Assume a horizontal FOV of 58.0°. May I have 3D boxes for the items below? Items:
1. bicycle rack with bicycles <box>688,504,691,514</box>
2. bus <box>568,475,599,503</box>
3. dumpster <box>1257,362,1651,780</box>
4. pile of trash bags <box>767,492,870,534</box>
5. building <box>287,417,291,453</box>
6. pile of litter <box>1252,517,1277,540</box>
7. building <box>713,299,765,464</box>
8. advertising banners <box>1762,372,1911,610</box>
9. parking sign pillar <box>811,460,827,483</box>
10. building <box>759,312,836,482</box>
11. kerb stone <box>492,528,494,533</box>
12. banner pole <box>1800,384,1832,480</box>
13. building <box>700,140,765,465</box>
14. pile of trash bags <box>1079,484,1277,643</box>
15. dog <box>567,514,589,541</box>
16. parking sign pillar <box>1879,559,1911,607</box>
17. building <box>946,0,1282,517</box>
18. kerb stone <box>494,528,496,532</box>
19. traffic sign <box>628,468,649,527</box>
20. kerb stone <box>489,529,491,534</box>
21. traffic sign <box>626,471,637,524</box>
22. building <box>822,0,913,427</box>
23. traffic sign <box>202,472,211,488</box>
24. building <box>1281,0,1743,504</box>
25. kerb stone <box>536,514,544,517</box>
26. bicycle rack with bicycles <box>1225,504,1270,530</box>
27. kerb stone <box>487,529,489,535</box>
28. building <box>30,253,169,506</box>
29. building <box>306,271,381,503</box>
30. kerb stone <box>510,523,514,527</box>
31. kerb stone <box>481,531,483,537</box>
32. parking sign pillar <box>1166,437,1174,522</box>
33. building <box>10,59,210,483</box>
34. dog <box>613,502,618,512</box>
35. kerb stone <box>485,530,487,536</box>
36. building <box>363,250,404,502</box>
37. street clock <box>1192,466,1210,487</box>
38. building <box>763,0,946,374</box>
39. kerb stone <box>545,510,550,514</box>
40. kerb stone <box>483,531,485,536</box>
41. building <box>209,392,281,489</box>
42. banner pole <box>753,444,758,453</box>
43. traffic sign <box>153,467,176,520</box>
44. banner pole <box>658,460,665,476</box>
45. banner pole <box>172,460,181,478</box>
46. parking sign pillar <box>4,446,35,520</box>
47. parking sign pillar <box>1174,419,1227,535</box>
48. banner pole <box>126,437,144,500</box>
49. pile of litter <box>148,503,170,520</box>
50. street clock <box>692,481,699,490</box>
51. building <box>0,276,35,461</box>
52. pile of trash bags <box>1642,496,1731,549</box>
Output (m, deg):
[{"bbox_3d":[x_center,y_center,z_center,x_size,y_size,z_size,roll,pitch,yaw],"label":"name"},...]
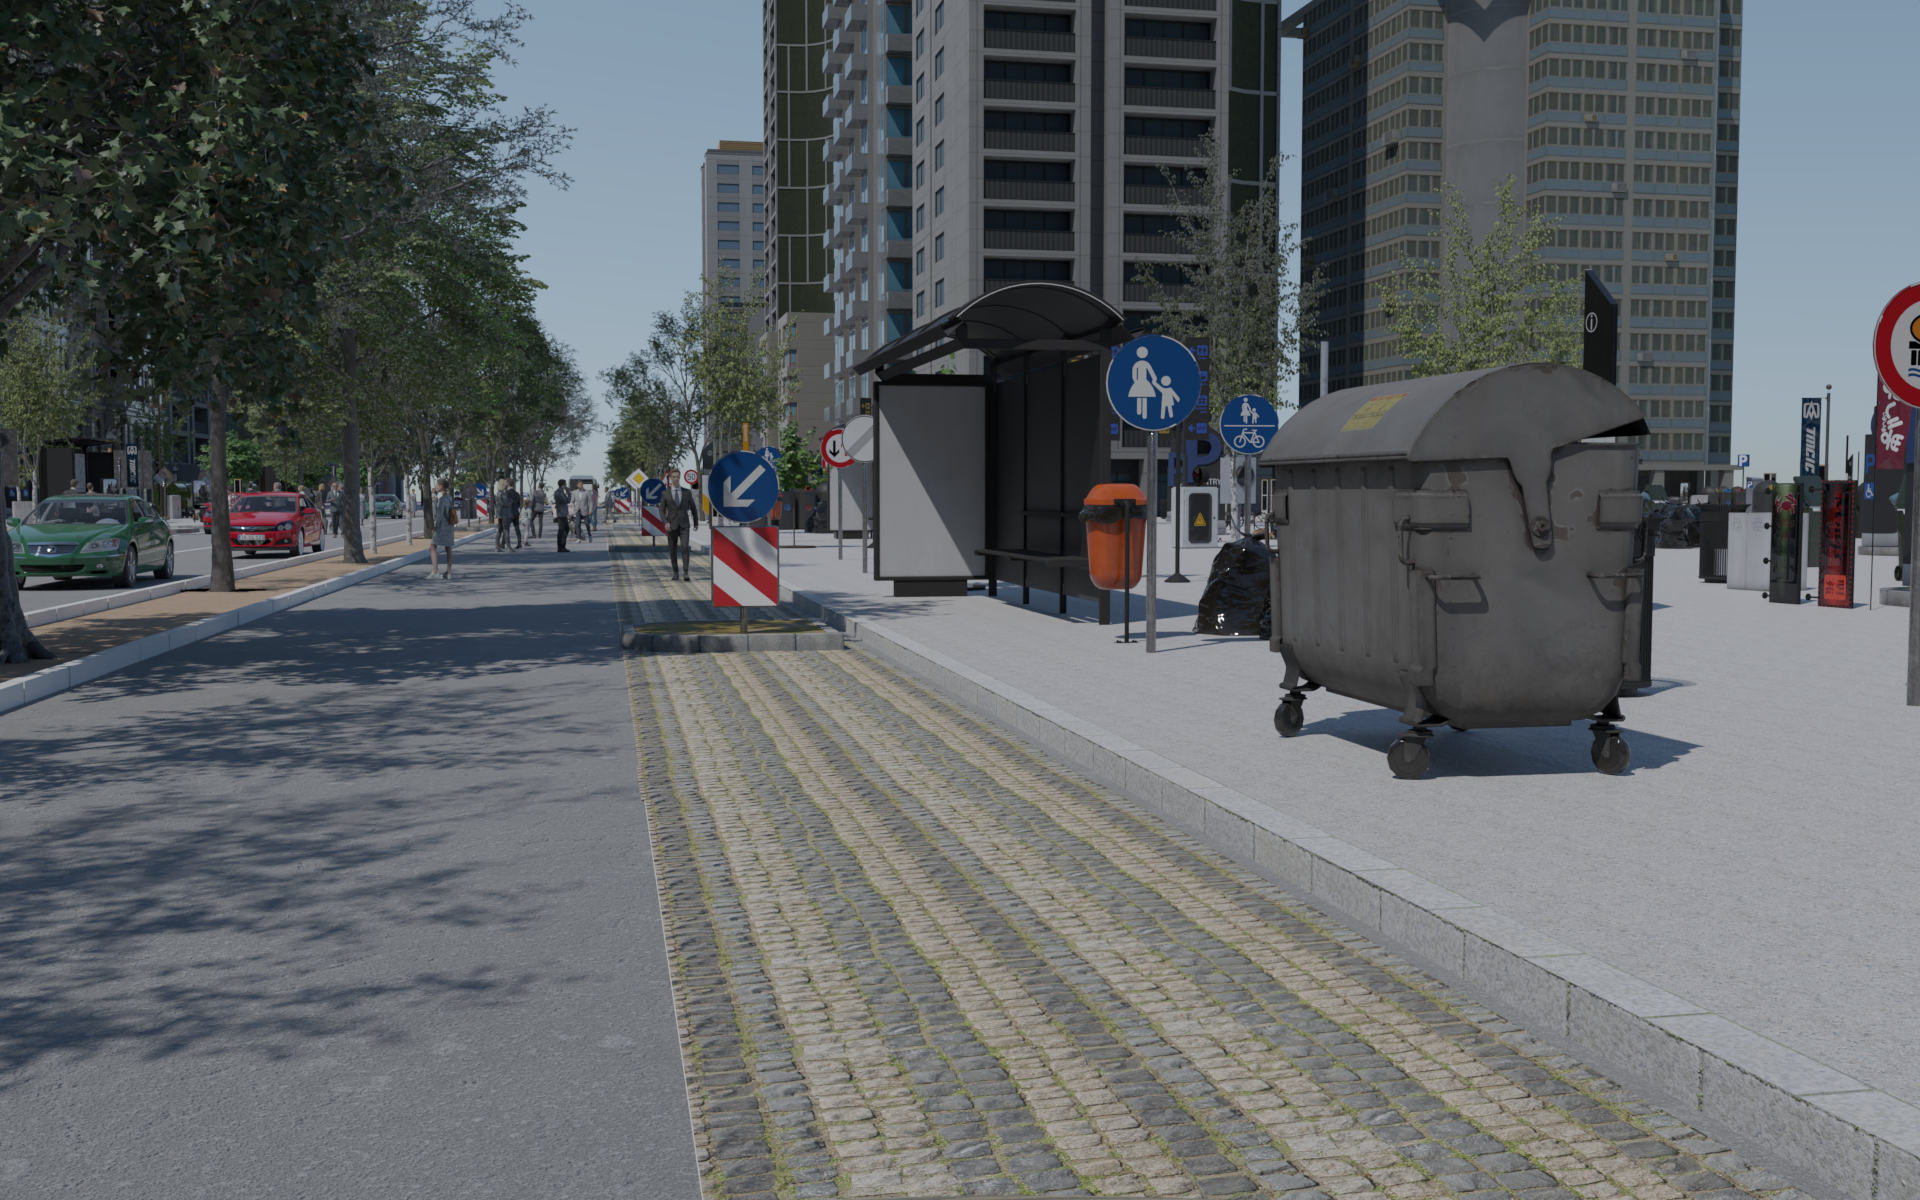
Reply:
[{"bbox_3d":[-16.563,-6.056,112.389,2.852,0.926,2.925,-3,4,-36],"label":"bicycle rack with bicycles"},{"bbox_3d":[-38.009,-11.009,174.853,2.948,3.499,13.247,-1,4,-11],"label":"bus"},{"bbox_3d":[2.376,-0.168,8.510,1.264,1.857,1.865,-1,4,-12],"label":"dumpster"},{"bbox_3d":[-4.680,-2.873,56.732,3.447,1.369,1.912,0,4,-6],"label":"pile of trash bags"},{"bbox_3d":[-78.049,-30.495,182.179,14.154,41.232,14.086,-1,4,-12],"label":"building"},{"bbox_3d":[8.743,-2.147,49.066,1.719,0.858,1.176,-2,4,-32],"label":"pile of litter"},{"bbox_3d":[-29.379,-29.911,260.743,14.160,30.474,14.107,-1,4,-12],"label":"building"},{"bbox_3d":[9.878,-1.426,19.496,0.090,3.025,2.074,-1,4,-18],"label":"advertising banners"},{"bbox_3d":[-9.112,-7.678,114.004,1.447,3.967,1.447,-1,4,-10],"label":"parking sign pillar"},{"bbox_3d":[-5.807,-20.583,181.571,27.650,21.520,28.899,-1,4,-12],"label":"building"},{"bbox_3d":[-16.995,-2.466,62.511,0.120,0.150,1.000,-1,4,-12],"label":"kerb stone"},{"bbox_3d":[19.557,-3.029,39.539,0.863,3.779,0.401,0,4,-3],"label":"banner pole"},{"bbox_3d":[-33.339,-46.093,295.619,21.231,58.520,28.212,-1,4,-12],"label":"building"},{"bbox_3d":[2.720,-0.354,15.533,3.447,1.369,1.912,-1,4,-16],"label":"pile of trash bags"},{"bbox_3d":[-11.684,-2.228,53.260,0.800,0.831,0.513,0,4,0],"label":"dog"},{"bbox_3d":[11.387,-1.916,19.803,1.447,3.967,1.447,0,4,0],"label":"parking sign pillar"},{"bbox_3d":[8.957,-40.686,103.471,20.611,71.187,20.563,-1,4,-12],"label":"building"},{"bbox_3d":[-17.205,-2.527,63.515,0.120,0.150,1.000,-1,4,-12],"label":"kerb stone"},{"bbox_3d":[-12.524,-3.909,67.561,0.795,2.450,0.064,-1,4,-12],"label":"traffic sign"},{"bbox_3d":[-16.579,-2.343,60.503,0.120,0.150,1.000,-1,4,-12],"label":"kerb stone"},{"bbox_3d":[-14.149,-4.388,75.380,0.795,2.450,0.064,-1,4,-12],"label":"traffic sign"},{"bbox_3d":[1.510,-31.434,133.553,23.786,49.044,30.456,-1,4,-12],"label":"building"},{"bbox_3d":[-31.038,-4.175,71.905,0.795,2.450,0.064,-1,4,-12],"label":"traffic sign"},{"bbox_3d":[37.559,-25.922,115.700,23.993,40.220,32.217,-1,4,-12],"label":"building"},{"bbox_3d":[-27.950,-5.689,115.242,0.120,0.150,1.000,-1,4,-12],"label":"kerb stone"},{"bbox_3d":[9.372,-3.015,62.681,2.925,0.926,2.852,3,5,39],"label":"bicycle rack with bicycles"},{"bbox_3d":[-16.365,-2.282,59.501,0.120,0.150,1.000,-1,4,-12],"label":"kerb stone"},{"bbox_3d":[-65.359,-18.454,120.803,14.460,24.649,34.723,-1,4,-12],"label":"building"},{"bbox_3d":[-100.102,-33.875,245.731,32.217,40.220,23.993,-1,4,-12],"label":"building"},{"bbox_3d":[-20.654,-3.540,80.145,0.120,0.150,1.000,-1,4,-12],"label":"kerb stone"},{"bbox_3d":[-15.751,-2.097,56.495,0.120,0.150,1.000,-1,4,-12],"label":"kerb stone"},{"bbox_3d":[10.338,-5.647,80.804,1.447,3.967,1.447,3,4,37],"label":"parking sign pillar"},{"bbox_3d":[-74.692,-43.456,148.759,20.563,71.187,20.611,-1,4,-12],"label":"building"},{"bbox_3d":[-27.913,-7.565,140.523,0.513,0.831,0.800,-2,4,-23],"label":"dog"},{"bbox_3d":[-16.168,-2.220,58.498,0.120,0.150,1.000,-1,4,-12],"label":"kerb stone"},{"bbox_3d":[-100.346,-44.644,271.930,21.231,58.520,28.212,-1,4,-12],"label":"building"},{"bbox_3d":[6.300,-2.495,45.358,0.358,2.002,0.471,-2,4,-28],"label":"street clock"},{"bbox_3d":[-14.084,-46.809,203.576,20.563,71.187,20.611,-1,4,-12],"label":"building"},{"bbox_3d":[-30.879,-6.550,129.292,0.120,0.150,1.000,-1,4,-12],"label":"kerb stone"},{"bbox_3d":[-15.956,-2.159,57.498,0.120,0.150,1.000,-1,4,-12],"label":"kerb stone"},{"bbox_3d":[-74.074,-31.655,167.673,14.600,45.320,14.200,-1,4,-12],"label":"building"},{"bbox_3d":[-10.168,-5.948,87.265,0.863,3.779,0.401,-3,4,-36],"label":"banner pole"},{"bbox_3d":[-29.413,-3.697,64.086,0.795,2.450,0.064,-1,4,-12],"label":"traffic sign"},{"bbox_3d":[-21.966,-8.369,126.856,0.401,3.779,0.863,-1,4,-18],"label":"banner pole"},{"bbox_3d":[-58.050,-8.471,128.514,0.401,3.779,0.863,2,4,29],"label":"banner pole"},{"bbox_3d":[-50.609,-6.421,93.461,1.447,3.967,1.447,-1,4,-14],"label":"parking sign pillar"},{"bbox_3d":[7.659,-4.030,54.362,1.447,3.967,1.447,0,4,-4],"label":"parking sign pillar"},{"bbox_3d":[-35.870,-5.227,75.476,0.863,3.779,0.401,-1,4,-15],"label":"banner pole"},{"bbox_3d":[-39.923,-4.412,86.095,1.176,0.858,1.719,-2,4,-30],"label":"pile of litter"},{"bbox_3d":[-13.921,-5.301,91.242,0.471,2.002,0.358,2,4,25],"label":"street clock"},{"bbox_3d":[-59.271,-15.283,91.673,13.314,21.916,24.055,-1,4,-12],"label":"building"},{"bbox_3d":[16.558,-1.923,41.193,3.447,1.369,1.912,0,4,1],"label":"pile of trash bags"}]
